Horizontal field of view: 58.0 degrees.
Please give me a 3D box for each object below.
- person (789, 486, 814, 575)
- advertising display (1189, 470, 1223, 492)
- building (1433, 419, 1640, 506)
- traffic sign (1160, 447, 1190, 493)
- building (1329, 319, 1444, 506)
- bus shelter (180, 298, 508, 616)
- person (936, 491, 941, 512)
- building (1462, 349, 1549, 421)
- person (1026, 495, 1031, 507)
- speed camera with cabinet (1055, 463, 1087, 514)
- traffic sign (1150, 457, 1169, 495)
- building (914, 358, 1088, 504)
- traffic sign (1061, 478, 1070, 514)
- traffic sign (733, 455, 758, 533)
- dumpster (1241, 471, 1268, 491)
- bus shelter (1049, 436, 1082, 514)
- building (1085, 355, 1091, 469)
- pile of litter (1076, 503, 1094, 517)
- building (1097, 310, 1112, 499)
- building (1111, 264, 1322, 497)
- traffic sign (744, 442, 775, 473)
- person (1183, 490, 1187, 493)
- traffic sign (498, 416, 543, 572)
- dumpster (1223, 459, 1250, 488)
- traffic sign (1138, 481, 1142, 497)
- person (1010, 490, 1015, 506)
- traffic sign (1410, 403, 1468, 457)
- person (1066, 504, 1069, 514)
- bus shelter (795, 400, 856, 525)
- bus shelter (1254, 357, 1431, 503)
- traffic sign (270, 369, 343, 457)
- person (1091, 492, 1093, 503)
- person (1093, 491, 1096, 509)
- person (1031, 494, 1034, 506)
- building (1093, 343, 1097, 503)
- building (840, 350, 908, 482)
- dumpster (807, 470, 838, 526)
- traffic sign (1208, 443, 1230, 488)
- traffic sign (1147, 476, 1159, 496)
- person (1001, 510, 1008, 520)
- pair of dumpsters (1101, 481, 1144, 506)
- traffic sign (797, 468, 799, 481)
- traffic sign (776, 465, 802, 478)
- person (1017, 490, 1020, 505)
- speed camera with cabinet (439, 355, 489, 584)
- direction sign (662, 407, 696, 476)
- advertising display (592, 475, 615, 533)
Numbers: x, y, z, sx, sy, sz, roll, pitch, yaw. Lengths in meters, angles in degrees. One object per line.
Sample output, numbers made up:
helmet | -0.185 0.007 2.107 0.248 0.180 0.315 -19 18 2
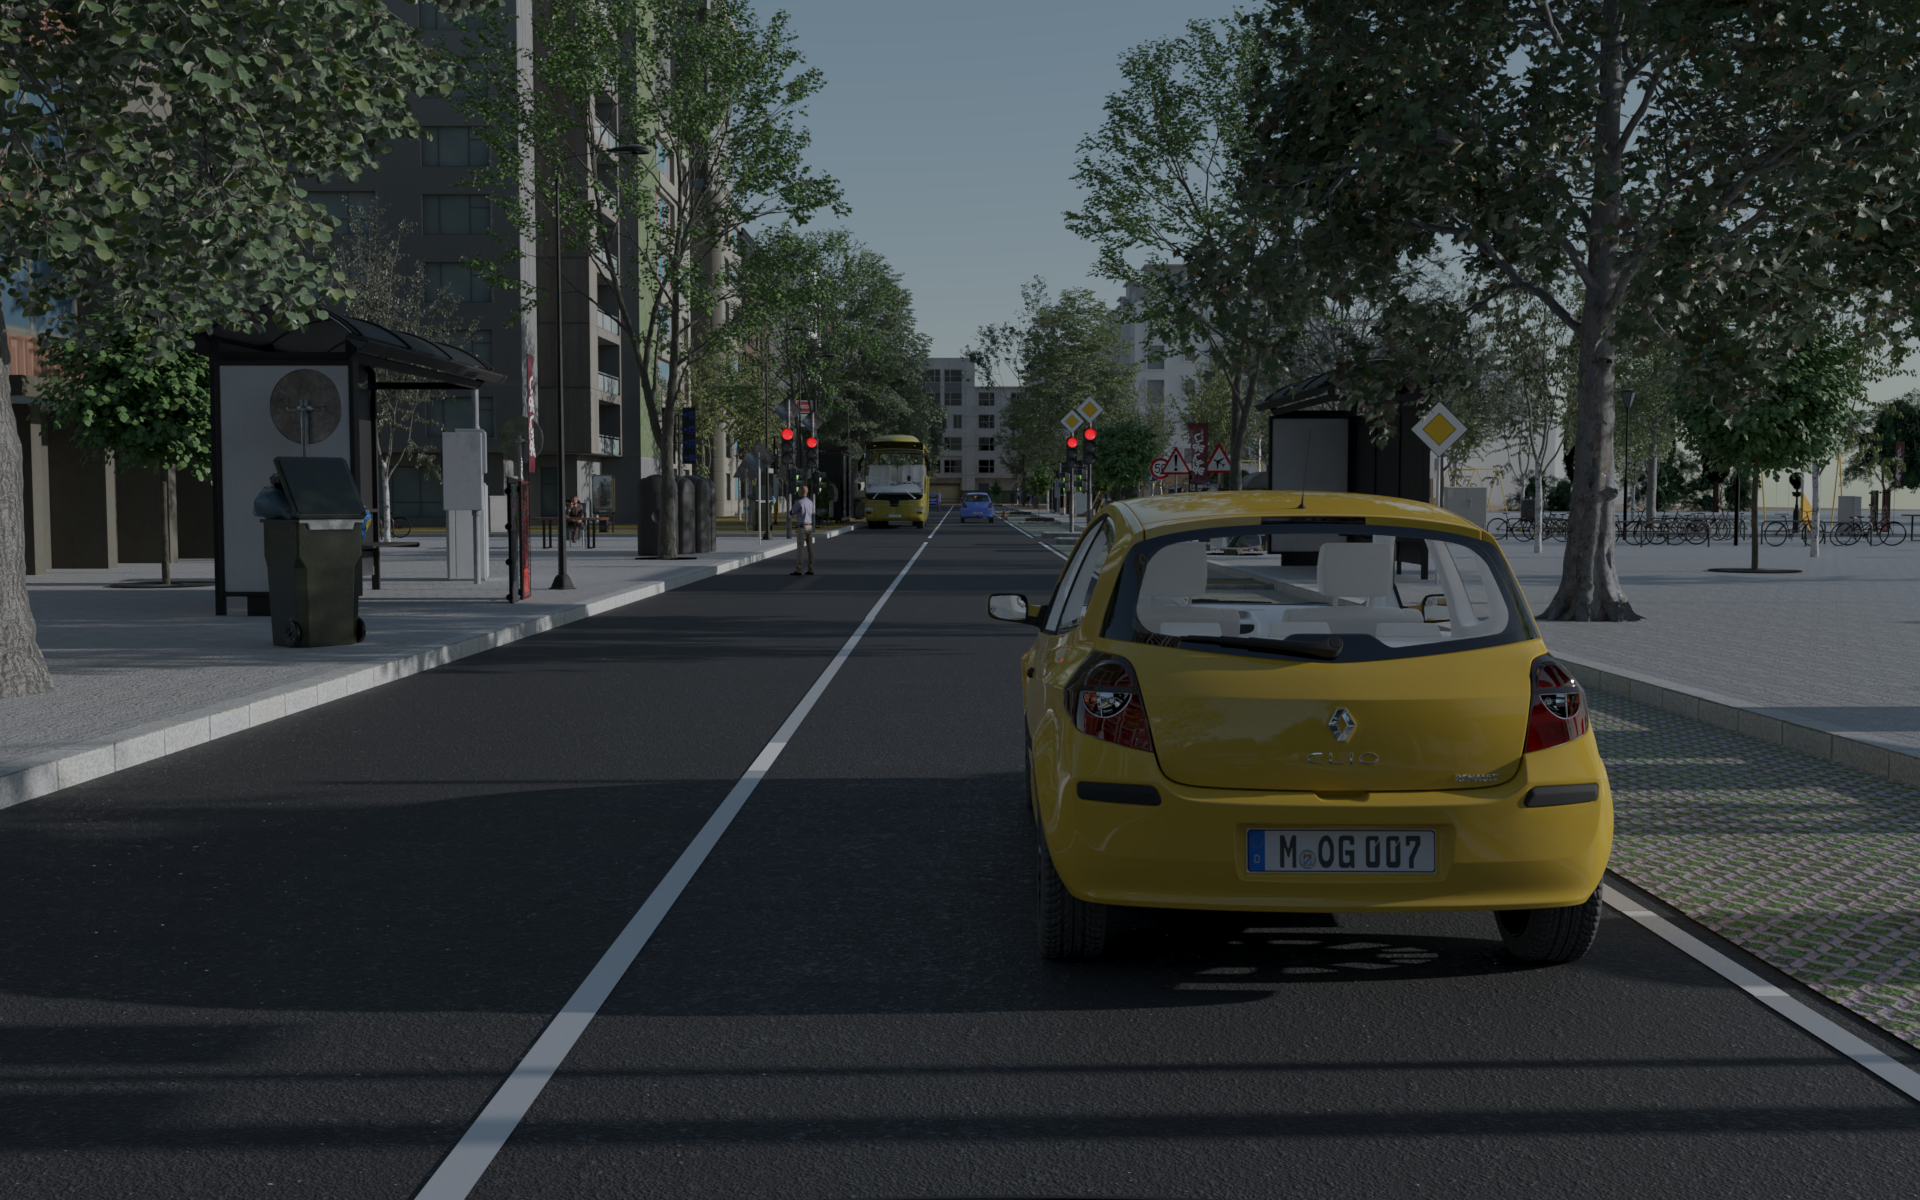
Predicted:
person | -2.786 -1.226 30.614 0.319 1.574 0.516 3 5 45
advertising display | 6.575 -2.517 46.365 0.974 1.923 0.123 2 4 35
building | 66.345 -15.607 197.318 28.070 9.664 9.099 0 3 0
traffic sign | 5.902 -2.899 47.400 0.884 2.594 0.081 0 4 5
building | 46.357 -20.588 193.037 11.380 20.091 16.016 0 3 0
bus shelter | -7.097 -1.634 20.647 2.014 3.302 5.546 0 3 0
person | -1.720 -7.970 139.733 0.541 1.710 0.530 -3 5 -44
building | 70.824 -22.961 231.829 11.380 20.091 16.016 0 3 0
person | 6.698 -9.776 169.106 0.421 1.427 0.697 1 4 18
speed camera with cabinet | 7.075 -7.119 110.726 2.038 3.252 0.660 0 4 1
traffic sign | 6.983 -3.685 60.362 0.768 2.556 0.104 0 4 3
building | 9.244 -22.414 232.923 31.486 18.905 16.747 0 3 0
traffic sign | 6.673 -6.694 109.447 0.884 2.594 0.081 0 4 6
traffic sign | -7.044 -3.485 56.986 0.884 2.594 0.081 0 4 7
dumpster | 7.717 -2.323 43.740 1.264 1.857 1.865 0 3 0
bus shelter | 6.935 -8.529 117.081 2.179 5.291 8.768 0 3 0
building | 21.879 -20.018 183.714 16.016 20.091 11.380 0 3 0
pile of litter | 7.107 -5.111 97.530 1.176 0.858 1.719 0 4 2
building | 21.331 -18.542 159.576 16.016 20.091 11.380 0 3 0
building | 21.733 -17.847 148.216 16.016 20.091 11.380 0 3 0
traffic sign | -5.072 -2.690 43.713 0.795 2.593 0.064 0 4 8
person | 12.457 -5.357 96.176 0.613 1.512 0.480 -2 4 -34
traffic sign | -7.171 -1.722 28.267 0.768 2.556 0.104 1 4 8
dumpster | 7.692 -2.851 49.109 1.502 2.255 1.985 0 4 0
traffic sign | 7.686 -4.552 74.527 0.768 2.556 0.104 0 4 4
person | 5.844 -11.334 192.279 0.541 1.710 0.530 0 4 -7
traffic sign | 6.803 -1.519 24.561 0.795 2.593 0.064 0 4 7
person | 7.162 -5.976 112.031 0.655 0.850 0.859 -1 4 -11
bus shelter | -5.933 -6.052 76.582 2.179 5.291 8.768 0 3 0
bus shelter | 6.271 -2.106 28.359 2.014 3.302 5.546 0 4 0
traffic sign | -6.661 -1.073 17.642 0.768 2.556 0.104 0 4 5
person | 12.322 -9.531 161.965 0.705 1.814 1.350 2 4 28
person | 11.961 -8.949 153.080 0.721 1.735 1.217 0 4 -4
person | 7.863 -10.974 188.695 0.599 1.433 0.991 3 4 36
building | 21.842 -19.260 171.316 16.016 20.091 11.380 0 3 0
building | -12.518 -23.051 233.297 11.380 20.091 16.016 0 3 0
dumpster | -5.766 -4.146 70.283 1.502 2.255 1.985 0 4 0
traffic sign | 6.578 -2.692 44.016 0.884 2.594 0.081 0 4 7
traffic sign | 7.830 -4.306 70.501 0.768 2.556 0.104 0 4 1
person | 2.396 -4.616 94.450 0.381 0.543 0.357 -1 4 -15
pair of dumpsters | 7.315 -4.611 77.876 1.574 2.255 4.437 0 3 0
traffic sign | -7.496 -4.995 81.768 0.768 2.556 0.104 0 4 4
traffic sign | -5.607 -3.470 56.732 0.884 2.594 0.081 0 4 8
person | 6.527 -11.471 194.534 0.436 1.711 0.756 2 4 32
speed camera with cabinet | -7.255 -1.898 25.371 0.660 3.252 2.038 -1 4 -13
direction sign | -7.323 -3.253 45.186 0.876 3.537 0.379 0 4 -2
advertising display | -11.903 -3.219 57.841 0.974 1.923 0.123 2 4 35
